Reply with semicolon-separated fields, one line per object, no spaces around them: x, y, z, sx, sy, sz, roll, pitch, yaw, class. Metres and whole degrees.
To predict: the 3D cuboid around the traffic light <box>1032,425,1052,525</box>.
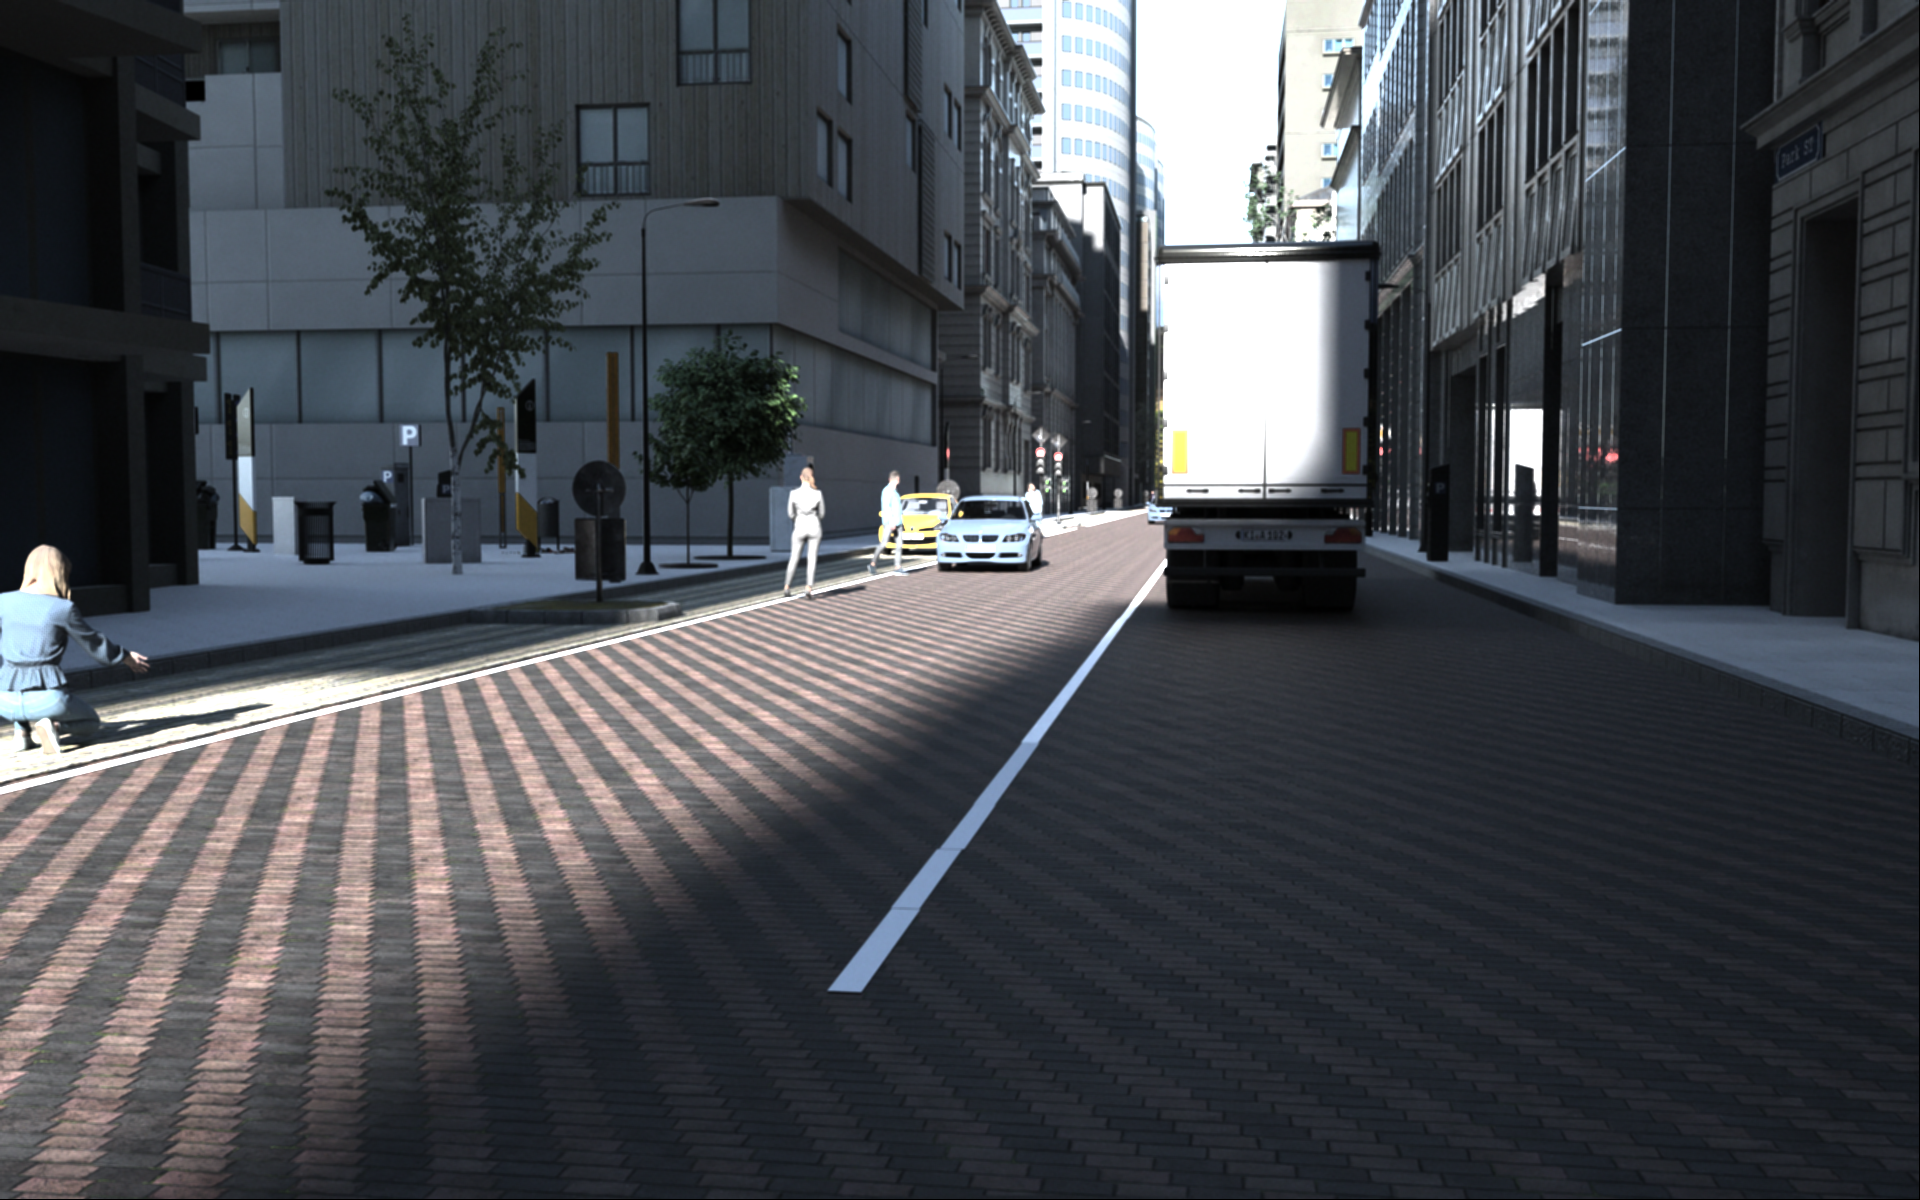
3.332;-5.008;70.804;0.839;4.253;0.868;1;4;8;traffic light

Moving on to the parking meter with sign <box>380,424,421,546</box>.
-13.944;-2.837;42.646;0.543;3.016;1.738;1;4;12;parking meter with sign

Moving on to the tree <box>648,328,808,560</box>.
-4.647;-3.097;34.352;4.285;4.588;4.351;0;3;0;tree

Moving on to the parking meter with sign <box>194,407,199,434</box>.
-15.733;-2.302;33.895;0.543;3.016;1.738;1;4;19;parking meter with sign

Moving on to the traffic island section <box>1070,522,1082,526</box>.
4.466;-3.460;78.844;2.009;0.180;2.903;1;4;8;traffic island section

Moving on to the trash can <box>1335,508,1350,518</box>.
14.577;-3.327;66.043;0.748;1.137;0.748;0;3;0;trash can

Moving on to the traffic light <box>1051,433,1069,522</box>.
4.504;-5.491;78.703;0.839;4.253;0.868;1;4;8;traffic light

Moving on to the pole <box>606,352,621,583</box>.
-5.013;-1.908;25.047;0.158;3.312;0.155;0;3;0;pole

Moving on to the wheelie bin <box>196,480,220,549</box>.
-17.653;-1.980;40.286;0.693;1.594;0.980;0;4;1;wheelie bin

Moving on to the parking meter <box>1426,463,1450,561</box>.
9.117;-1.674;33.084;0.399;1.863;0.255;0;4;0;parking meter

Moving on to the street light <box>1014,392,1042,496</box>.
3.035;-6.500;78.811;1.470;5.913;1.316;1;4;8;street light

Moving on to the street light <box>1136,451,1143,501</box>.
18.793;-13.047;185.859;1.470;5.913;1.316;1;4;8;street light

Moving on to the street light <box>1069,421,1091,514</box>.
7.615;-8.421;110.222;1.470;5.913;1.316;1;4;8;street light

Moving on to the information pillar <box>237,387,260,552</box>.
-15.743;-2.868;38.252;0.504;3.616;0.183;2;4;31;information pillar

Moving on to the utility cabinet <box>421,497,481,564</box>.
-9.479;-1.291;32.277;1.020;1.237;0.306;-2;4;-30;utility cabinet

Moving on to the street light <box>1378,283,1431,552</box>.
9.766;-4.018;38.240;1.470;5.913;1.316;1;4;8;street light

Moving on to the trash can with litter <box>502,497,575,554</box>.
-8.666;-1.620;37.550;2.233;1.210;1.678;1;4;23;trash can with litter

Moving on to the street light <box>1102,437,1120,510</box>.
12.342;-10.340;141.593;1.470;5.913;1.316;1;4;8;street light

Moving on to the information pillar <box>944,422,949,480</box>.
-0.426;-3.957;56.052;0.183;3.616;0.504;0;4;7;information pillar

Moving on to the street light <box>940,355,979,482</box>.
-0.076;-5.235;58.139;1.470;5.913;1.316;1;4;8;street light

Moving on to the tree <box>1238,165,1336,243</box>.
19.350;-14.988;100.937;12.611;20.169;13.585;0;3;0;tree

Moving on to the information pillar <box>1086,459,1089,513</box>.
8.569;-7.660;116.595;0.183;3.616;0.504;0;4;0;information pillar

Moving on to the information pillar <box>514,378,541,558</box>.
-8.760;-2.669;34.998;0.183;3.616;0.504;3;4;36;information pillar

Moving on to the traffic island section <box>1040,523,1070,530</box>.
3.294;-2.976;70.945;2.009;0.180;2.903;1;4;8;traffic island section

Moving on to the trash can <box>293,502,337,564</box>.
-11.820;-1.231;31.783;0.748;1.137;0.748;0;3;0;trash can

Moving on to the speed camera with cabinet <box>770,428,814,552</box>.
-3.800;-2.749;39.274;0.660;3.252;2.038;0;4;8;speed camera with cabinet

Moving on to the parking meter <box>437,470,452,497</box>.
-11.989;-2.122;40.409;0.399;1.863;0.255;-1;4;-14;parking meter

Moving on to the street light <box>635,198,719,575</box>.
-4.470;-3.357;27.431;1.470;5.913;1.316;1;4;8;street light

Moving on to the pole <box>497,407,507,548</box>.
-10.824;-2.878;40.898;0.158;3.312;0.155;0;3;0;pole

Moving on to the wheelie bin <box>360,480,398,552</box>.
-12.999;-1.884;38.716;0.693;1.594;0.980;0;4;-3;wheelie bin

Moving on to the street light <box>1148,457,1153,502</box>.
23.394;-14.923;216.537;1.470;5.913;1.316;1;4;8;street light

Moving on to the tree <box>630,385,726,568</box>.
-4.699;-2.190;30.415;1.663;3.219;1.824;0;3;0;tree

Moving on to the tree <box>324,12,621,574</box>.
-7.806;-4.714;27.438;4.737;8.622;4.395;0;3;0;tree

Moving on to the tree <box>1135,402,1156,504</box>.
23.557;-19.439;228.197;12.009;13.543;11.850;0;3;0;tree

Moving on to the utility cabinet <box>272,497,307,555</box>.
-14.228;-1.568;36.806;1.020;1.237;0.306;3;5;43;utility cabinet
